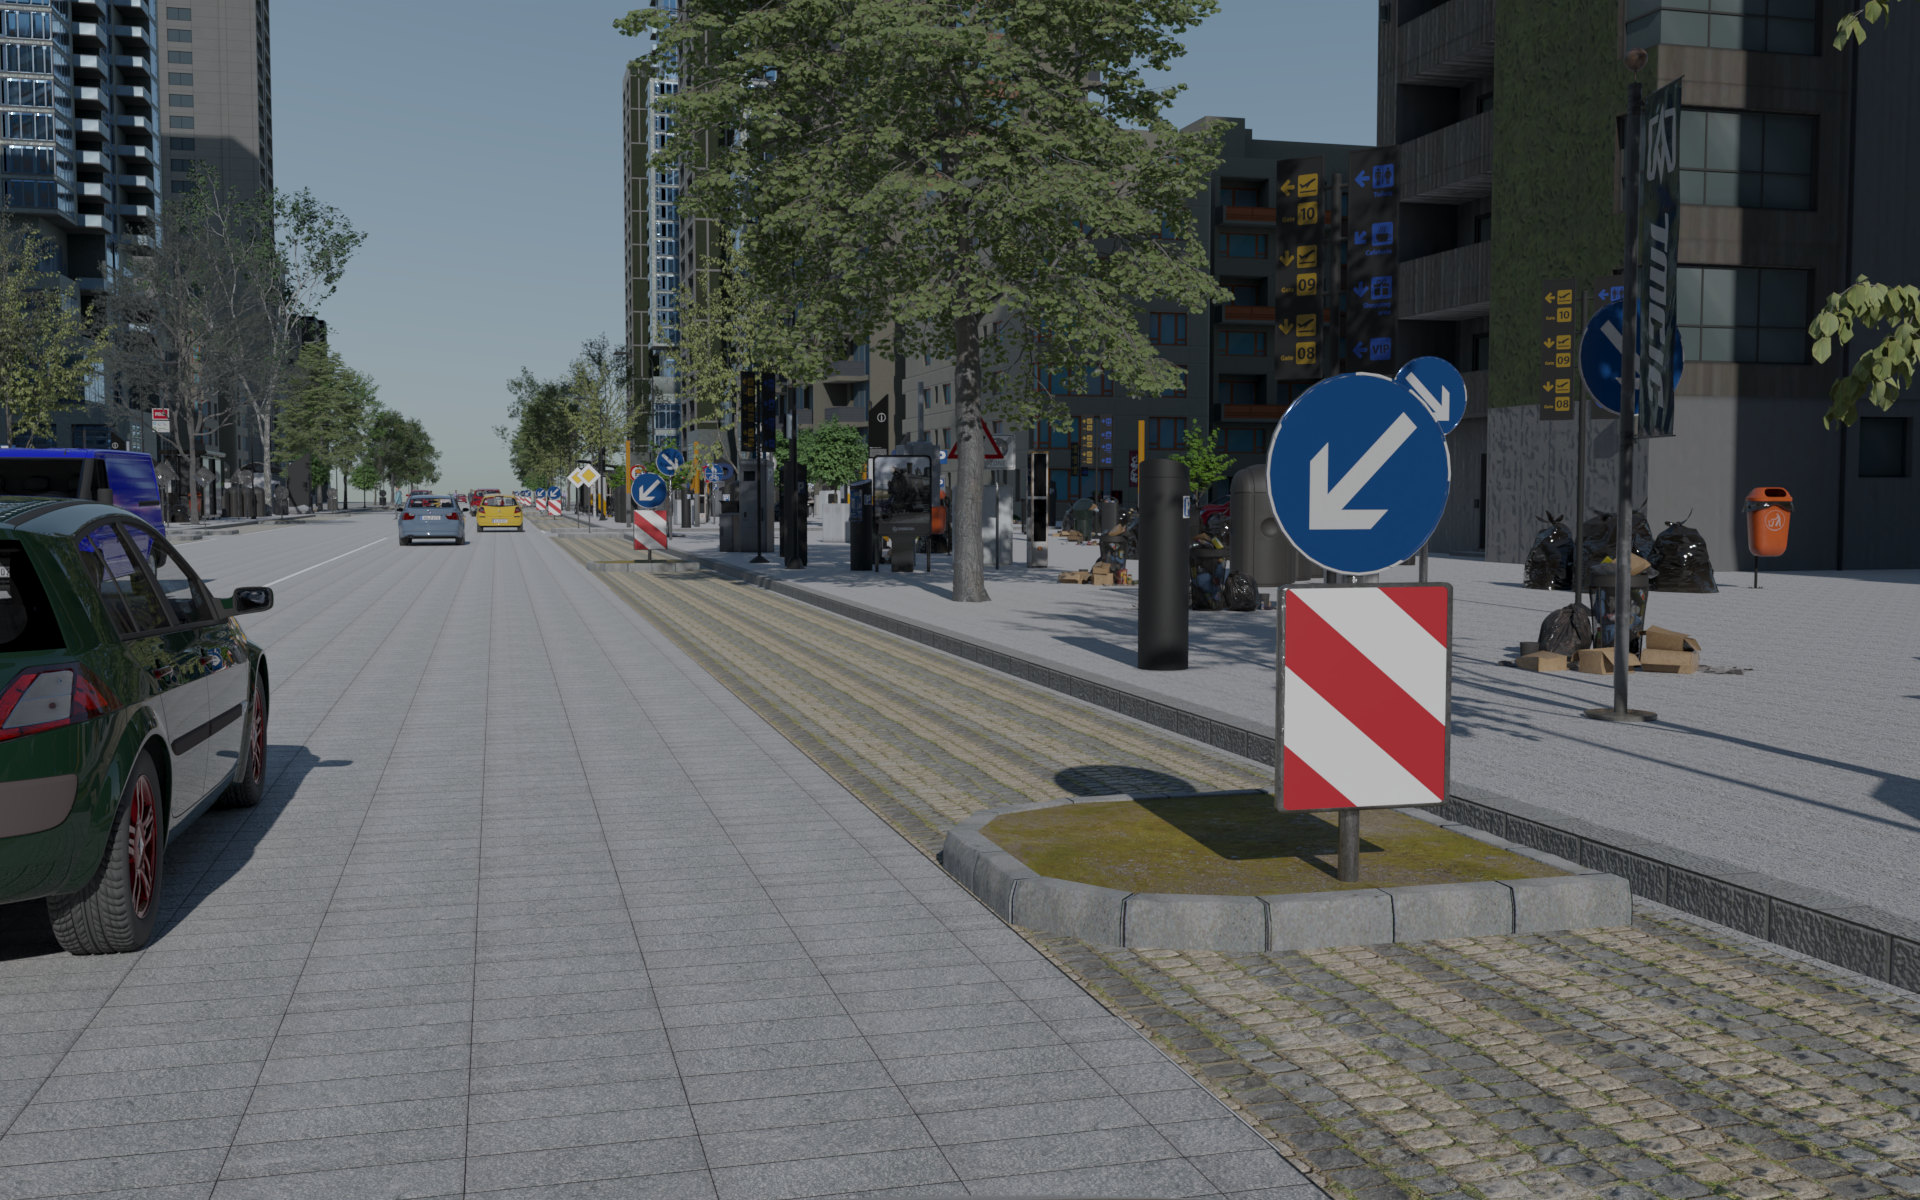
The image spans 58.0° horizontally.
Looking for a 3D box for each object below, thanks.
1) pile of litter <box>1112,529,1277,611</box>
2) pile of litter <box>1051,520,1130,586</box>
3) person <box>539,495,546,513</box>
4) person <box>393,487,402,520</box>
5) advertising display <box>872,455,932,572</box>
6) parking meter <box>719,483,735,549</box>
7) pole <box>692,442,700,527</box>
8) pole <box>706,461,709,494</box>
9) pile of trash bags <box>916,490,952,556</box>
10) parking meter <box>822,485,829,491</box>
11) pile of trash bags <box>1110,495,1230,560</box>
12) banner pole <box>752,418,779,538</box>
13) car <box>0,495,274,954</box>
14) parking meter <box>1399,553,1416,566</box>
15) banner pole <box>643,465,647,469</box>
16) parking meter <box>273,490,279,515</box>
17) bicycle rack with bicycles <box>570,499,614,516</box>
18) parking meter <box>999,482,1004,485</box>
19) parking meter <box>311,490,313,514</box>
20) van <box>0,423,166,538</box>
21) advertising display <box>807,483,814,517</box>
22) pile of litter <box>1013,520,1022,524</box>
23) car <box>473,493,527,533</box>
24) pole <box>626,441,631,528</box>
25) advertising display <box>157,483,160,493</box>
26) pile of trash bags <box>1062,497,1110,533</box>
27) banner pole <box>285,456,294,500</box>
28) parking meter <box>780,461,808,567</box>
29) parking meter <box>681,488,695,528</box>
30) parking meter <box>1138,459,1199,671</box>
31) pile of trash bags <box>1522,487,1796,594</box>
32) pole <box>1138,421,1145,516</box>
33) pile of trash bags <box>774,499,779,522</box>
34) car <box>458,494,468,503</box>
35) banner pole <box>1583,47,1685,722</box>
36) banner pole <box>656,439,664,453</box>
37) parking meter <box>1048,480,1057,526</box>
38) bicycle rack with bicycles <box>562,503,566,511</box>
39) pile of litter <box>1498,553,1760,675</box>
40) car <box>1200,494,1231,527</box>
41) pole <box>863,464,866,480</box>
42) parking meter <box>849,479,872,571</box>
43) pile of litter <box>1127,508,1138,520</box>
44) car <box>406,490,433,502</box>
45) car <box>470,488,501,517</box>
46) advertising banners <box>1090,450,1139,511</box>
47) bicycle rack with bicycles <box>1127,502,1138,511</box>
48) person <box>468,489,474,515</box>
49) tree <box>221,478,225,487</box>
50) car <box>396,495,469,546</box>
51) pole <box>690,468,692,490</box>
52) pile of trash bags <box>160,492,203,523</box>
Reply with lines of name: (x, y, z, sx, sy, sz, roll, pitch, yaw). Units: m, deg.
pile of litter: (2.706, -0.328, 19.336, 1.719, 0.858, 1.176, 1, 4, 19)
pile of litter: (1.995, -0.663, 24.807, 1.176, 0.858, 1.719, 0, 4, -4)
person: (-30.617, -7.195, 126.978, 0.563, 1.720, 0.643, -2, 4, -27)
person: (-31.082, -5.359, 95.980, 0.748, 1.841, 0.638, 1, 4, 10)
advertising display: (-0.945, -1.420, 28.427, 0.974, 1.923, 0.123, 0, 3, 0)
parking meter: (-5.444, -1.963, 40.502, 0.372, 1.533, 0.369, 0, 3, 0)
pole: (-10.244, -4.503, 67.462, 0.158, 3.312, 0.155, 0, 3, 0)
pole: (-15.469, -6.868, 106.128, 0.158, 3.312, 0.155, 0, 3, 0)
pile of trash bags: (-0.175, -1.700, 37.550, 1.912, 1.369, 3.447, 1, 4, 12)
parking meter: (-8.075, -6.015, 104.049, 0.399, 1.863, 0.255, -3, 5, -40)
pile of trash bags: (4.973, -1.489, 34.102, 3.447, 1.369, 1.912, -1, 4, -21)
banner pole: (-5.645, -3.671, 50.038, 0.863, 3.779, 0.401, -2, 4, -33)
car: (-3.738, 0.197, 6.567, 2.009, 1.686, 4.222, -1, 4, -15)
parking meter: (7.987, -1.558, 31.179, 0.399, 1.863, 0.255, 3, 5, 44)
banner pole: (-23.911, -8.670, 131.766, 0.401, 3.779, 0.863, 1, 4, 13)
parking meter: (-42.615, -6.089, 107.969, 0.372, 1.533, 0.369, 0, 3, 0)
bicycle rack with bicycles: (-21.804, -5.564, 104.360, 2.925, 0.926, 2.852, 0, 3, 0)
parking meter: (1.770, -4.288, 75.815, 0.399, 1.863, 0.255, 0, 4, -5)
parking meter: (-42.539, -6.416, 113.318, 0.372, 1.533, 0.369, 0, 3, 0)
van: (-11.981, -1.125, 22.781, 2.240, 2.365, 5.245, -1, 4, -14)
advertising display: (-8.465, -5.485, 94.890, 0.974, 1.923, 0.123, -1, 4, -12)
pile of litter: (1.950, -3.680, 74.132, 1.176, 0.858, 1.719, -2, 4, -31)
car: (-17.542, -3.413, 66.031, 2.015, 1.641, 3.980, -1, 4, -15)
pole: (-12.704, -4.432, 66.313, 0.158, 3.312, 0.155, 0, 3, 0)
advertising display: (-40.099, -4.925, 85.744, 0.974, 1.923, 0.123, 0, 4, -2)
pile of trash bags: (5.178, -2.913, 57.372, 3.447, 1.369, 1.912, -1, 4, -15)
banner pole: (-44.145, -7.592, 114.149, 0.863, 3.779, 0.401, -1, 4, -16)
parking meter: (-2.906, -1.529, 30.704, 0.255, 1.863, 0.399, 3, 4, 38)
parking meter: (-10.343, -3.486, 65.405, 0.372, 1.533, 0.369, 0, 3, 0)
parking meter: (1.493, -0.262, 12.699, 0.372, 1.533, 0.369, 0, 3, 0)
pile of trash bags: (9.444, -0.820, 23.159, 3.447, 1.369, 1.912, 0, 4, -5)
pole: (5.039, -3.320, 48.127, 0.158, 3.312, 0.155, 0, 3, 0)
pile of trash bags: (-8.389, -4.300, 80.064, 1.912, 1.369, 3.447, -1, 4, -23)
car: (-77.452, -15.885, 268.758, 2.155, 1.783, 4.494, -1, 4, -14)
banner pole: (3.792, -1.197, 9.596, 0.401, 3.779, 0.863, 0, 4, 0)
banner pole: (-13.557, -5.401, 78.327, 0.401, 3.779, 0.863, 1, 4, 19)
parking meter: (3.632, -3.864, 68.888, 0.399, 1.863, 0.255, -1, 4, -12)
bicycle rack with bicycles: (-29.614, -7.373, 133.933, 2.852, 0.926, 2.925, -1, 4, -20)
pile of litter: (4.881, 0.079, 12.672, 1.719, 0.858, 1.176, 2, 4, 31)
car: (10.648, -3.513, 66.481, 4.494, 1.783, 2.155, -1, 4, -16)
pole: (-5.810, -6.828, 105.481, 0.158, 3.312, 0.155, 0, 3, 0)
parking meter: (-1.654, -1.259, 29.003, 0.372, 1.533, 0.369, 0, 3, 0)
pile of litter: (5.630, -2.424, 53.595, 1.176, 0.858, 1.719, 1, 4, 19)
car: (-46.276, -8.552, 148.502, 2.281, 1.827, 5.304, -1, 4, -13)
car: (-30.210, -6.250, 110.862, 2.281, 1.827, 5.304, -1, 4, -14)
advertising banners: (6.219, -4.458, 69.077, 2.074, 3.025, 0.090, 0, 4, -3)
bicycle rack with bicycles: (13.924, -7.740, 139.937, 2.852, 0.926, 2.925, 2, 4, 28)
person: (-34.008, -6.856, 120.767, 0.661, 1.801, 0.590, 3, 4, 38)
tree: (-48.901, -7.299, 113.940, 1.663, 3.219, 1.824, 0, 3, 0)
car: (-15.001, -2.279, 49.271, 2.014, 1.417, 4.499, -1, 4, -15)
pole: (-16.159, -6.766, 104.467, 0.158, 3.312, 0.155, 0, 3, 0)
pile of trash bags: (-35.284, -4.143, 77.483, 1.912, 1.369, 3.447, 1, 4, 19)
